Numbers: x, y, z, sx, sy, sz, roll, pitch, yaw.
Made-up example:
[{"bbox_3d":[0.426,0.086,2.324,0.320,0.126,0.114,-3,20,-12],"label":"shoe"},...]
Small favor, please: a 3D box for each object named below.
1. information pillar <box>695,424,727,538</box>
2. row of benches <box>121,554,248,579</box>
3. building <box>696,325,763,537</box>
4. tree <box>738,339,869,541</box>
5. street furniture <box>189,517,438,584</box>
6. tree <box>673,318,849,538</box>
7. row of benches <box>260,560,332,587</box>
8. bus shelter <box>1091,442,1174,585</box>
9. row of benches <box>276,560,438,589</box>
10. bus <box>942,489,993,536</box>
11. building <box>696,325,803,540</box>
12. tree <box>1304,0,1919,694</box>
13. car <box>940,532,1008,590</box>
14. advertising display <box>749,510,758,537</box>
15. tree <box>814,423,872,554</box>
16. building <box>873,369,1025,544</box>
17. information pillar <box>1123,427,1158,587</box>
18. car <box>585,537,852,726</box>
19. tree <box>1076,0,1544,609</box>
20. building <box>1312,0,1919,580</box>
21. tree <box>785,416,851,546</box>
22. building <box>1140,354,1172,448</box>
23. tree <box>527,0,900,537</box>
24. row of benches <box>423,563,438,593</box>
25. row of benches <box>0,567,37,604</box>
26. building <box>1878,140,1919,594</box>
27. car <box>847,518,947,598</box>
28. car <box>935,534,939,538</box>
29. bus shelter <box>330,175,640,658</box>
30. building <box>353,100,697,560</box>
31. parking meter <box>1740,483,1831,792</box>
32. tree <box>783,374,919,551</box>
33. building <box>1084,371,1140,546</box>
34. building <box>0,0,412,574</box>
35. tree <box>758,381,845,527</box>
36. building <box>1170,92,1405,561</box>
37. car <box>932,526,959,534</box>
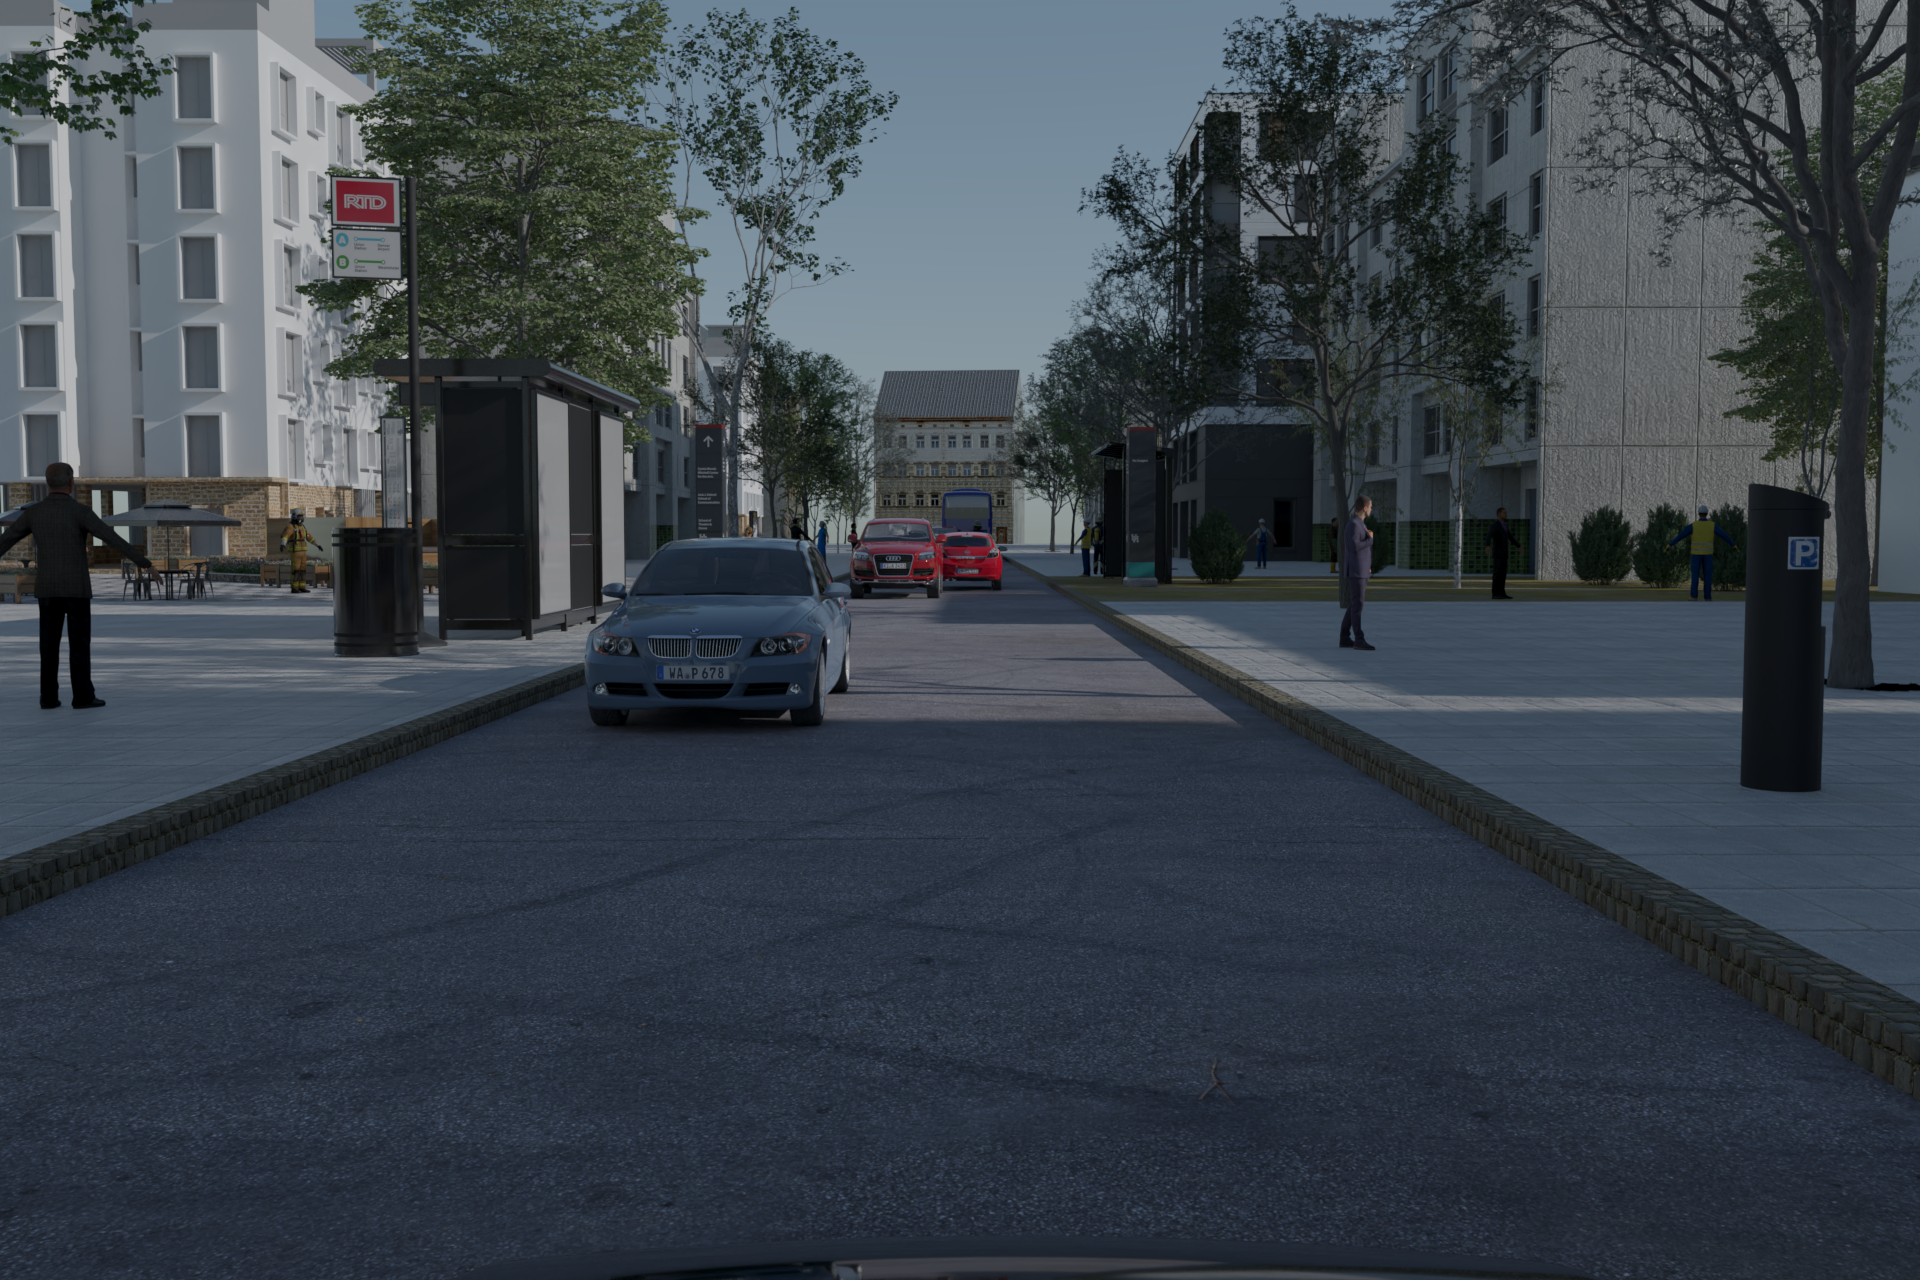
[{"bbox_3d":[-5.909,-3.166,41.141,0.750,3.857,0.750,0,3,0],"label":"information pillar"},{"bbox_3d":[-22.950,-2.208,51.557,1.422,0.672,4.104,2,4,27],"label":"row of benches"},{"bbox_3d":[-24.426,-18.427,157.707,16.016,20.090,11.380,0,3,0],"label":"building"},{"bbox_3d":[-8.319,-10.200,92.523,9.928,11.665,9.643,0,3,0],"label":"tree"},{"bbox_3d":[-17.758,-2.559,48.697,11.010,1.723,9.812,-3,5,-44],"label":"street furniture"},{"bbox_3d":[-8.200,-8.560,74.364,7.601,10.594,8.767,1,4,16],"label":"tree"},{"bbox_3d":[-15.001,-1.659,42.582,4.104,0.672,1.422,0,4,-3],"label":"row of benches"},{"bbox_3d":[4.645,-3.413,47.079,1.731,3.624,6.357,0,3,0],"label":"bus shelter"},{"bbox_3d":[-14.174,-1.560,40.964,4.104,0.672,1.422,1,4,13],"label":"row of benches"},{"bbox_3d":[0.392,-6.193,92.794,2.896,3.916,12.251,0,4,0],"label":"bus"},{"bbox_3d":[-27.289,-21.871,188.516,19.493,23.208,18.063,0,4,0],"label":"building"},{"bbox_3d":[7.404,-6.352,14.218,12.009,13.543,11.850,0,3,0],"label":"tree"},{"bbox_3d":[0.185,-2.229,45.486,2.155,1.783,4.494,0,4,0],"label":"car"},{"bbox_3d":[-5.693,-2.602,47.757,0.123,1.923,0.974,0,4,1],"label":"advertising display"},{"bbox_3d":[-7.970,-10.019,114.177,4.737,8.622,4.395,0,3,0],"label":"tree"},{"bbox_3d":[-1.079,-24.301,230.705,18.063,23.208,19.493,0,4,6],"label":"building"},{"bbox_3d":[4.390,-3.226,42.119,0.750,3.857,0.750,0,4,-2],"label":"information pillar"},{"bbox_3d":[-1.882,-0.152,14.480,2.014,1.417,4.499,0,4,0],"label":"car"},{"bbox_3d":[6.509,-5.840,29.891,8.767,10.594,7.601,-3,5,-39],"label":"tree"},{"bbox_3d":[24.497,-12.034,63.213,16.747,18.905,31.486,0,4,0],"label":"building"},{"bbox_3d":[-8.528,-9.262,101.798,4.737,8.622,4.395,0,3,0],"label":"tree"},{"bbox_3d":[26.476,-19.950,157.114,19.493,23.208,18.063,0,4,0],"label":"building"},{"bbox_3d":[-8.843,-12.525,60.673,12.611,20.169,13.585,0,3,0],"label":"tree"},{"bbox_3d":[-11.072,-1.325,37.133,4.104,0.672,1.422,1,4,23],"label":"row of benches"},{"bbox_3d":[-18.736,-1.068,32.921,4.104,0.672,1.422,2,4,30],"label":"row of benches"},{"bbox_3d":[24.856,-5.044,24.613,9.099,9.664,28.070,0,4,0],"label":"building"},{"bbox_3d":[-1.436,-1.935,40.317,2.281,1.827,5.304,0,4,0],"label":"car"},{"bbox_3d":[-1.230,-3.537,68.054,2.015,1.641,3.980,0,4,0],"label":"car"},{"bbox_3d":[-5.963,-2.724,22.173,2.179,5.291,8.768,0,4,0],"label":"bus shelter"},{"bbox_3d":[-23.924,-13.465,86.608,16.747,18.905,31.486,0,3,0],"label":"building"},{"bbox_3d":[4.161,-0.020,8.739,0.372,1.533,0.369,0,3,0],"label":"parking meter"},{"bbox_3d":[-7.917,-13.459,130.417,12.009,13.543,11.850,0,3,0],"label":"tree"},{"bbox_3d":[22.672,-19.466,184.725,16.747,18.905,31.486,0,4,0],"label":"building"},{"bbox_3d":[-26.928,-12.261,56.883,16.016,20.090,11.380,0,3,0],"label":"building"},{"bbox_3d":[-7.939,-8.173,83.992,4.737,8.622,4.395,0,3,0],"label":"tree"},{"bbox_3d":[25.522,-15.461,96.755,27.936,21.610,32.646,0,4,0],"label":"building"},{"bbox_3d":[-0.842,-4.608,84.009,2.281,1.827,5.304,0,4,0],"label":"car"}]
